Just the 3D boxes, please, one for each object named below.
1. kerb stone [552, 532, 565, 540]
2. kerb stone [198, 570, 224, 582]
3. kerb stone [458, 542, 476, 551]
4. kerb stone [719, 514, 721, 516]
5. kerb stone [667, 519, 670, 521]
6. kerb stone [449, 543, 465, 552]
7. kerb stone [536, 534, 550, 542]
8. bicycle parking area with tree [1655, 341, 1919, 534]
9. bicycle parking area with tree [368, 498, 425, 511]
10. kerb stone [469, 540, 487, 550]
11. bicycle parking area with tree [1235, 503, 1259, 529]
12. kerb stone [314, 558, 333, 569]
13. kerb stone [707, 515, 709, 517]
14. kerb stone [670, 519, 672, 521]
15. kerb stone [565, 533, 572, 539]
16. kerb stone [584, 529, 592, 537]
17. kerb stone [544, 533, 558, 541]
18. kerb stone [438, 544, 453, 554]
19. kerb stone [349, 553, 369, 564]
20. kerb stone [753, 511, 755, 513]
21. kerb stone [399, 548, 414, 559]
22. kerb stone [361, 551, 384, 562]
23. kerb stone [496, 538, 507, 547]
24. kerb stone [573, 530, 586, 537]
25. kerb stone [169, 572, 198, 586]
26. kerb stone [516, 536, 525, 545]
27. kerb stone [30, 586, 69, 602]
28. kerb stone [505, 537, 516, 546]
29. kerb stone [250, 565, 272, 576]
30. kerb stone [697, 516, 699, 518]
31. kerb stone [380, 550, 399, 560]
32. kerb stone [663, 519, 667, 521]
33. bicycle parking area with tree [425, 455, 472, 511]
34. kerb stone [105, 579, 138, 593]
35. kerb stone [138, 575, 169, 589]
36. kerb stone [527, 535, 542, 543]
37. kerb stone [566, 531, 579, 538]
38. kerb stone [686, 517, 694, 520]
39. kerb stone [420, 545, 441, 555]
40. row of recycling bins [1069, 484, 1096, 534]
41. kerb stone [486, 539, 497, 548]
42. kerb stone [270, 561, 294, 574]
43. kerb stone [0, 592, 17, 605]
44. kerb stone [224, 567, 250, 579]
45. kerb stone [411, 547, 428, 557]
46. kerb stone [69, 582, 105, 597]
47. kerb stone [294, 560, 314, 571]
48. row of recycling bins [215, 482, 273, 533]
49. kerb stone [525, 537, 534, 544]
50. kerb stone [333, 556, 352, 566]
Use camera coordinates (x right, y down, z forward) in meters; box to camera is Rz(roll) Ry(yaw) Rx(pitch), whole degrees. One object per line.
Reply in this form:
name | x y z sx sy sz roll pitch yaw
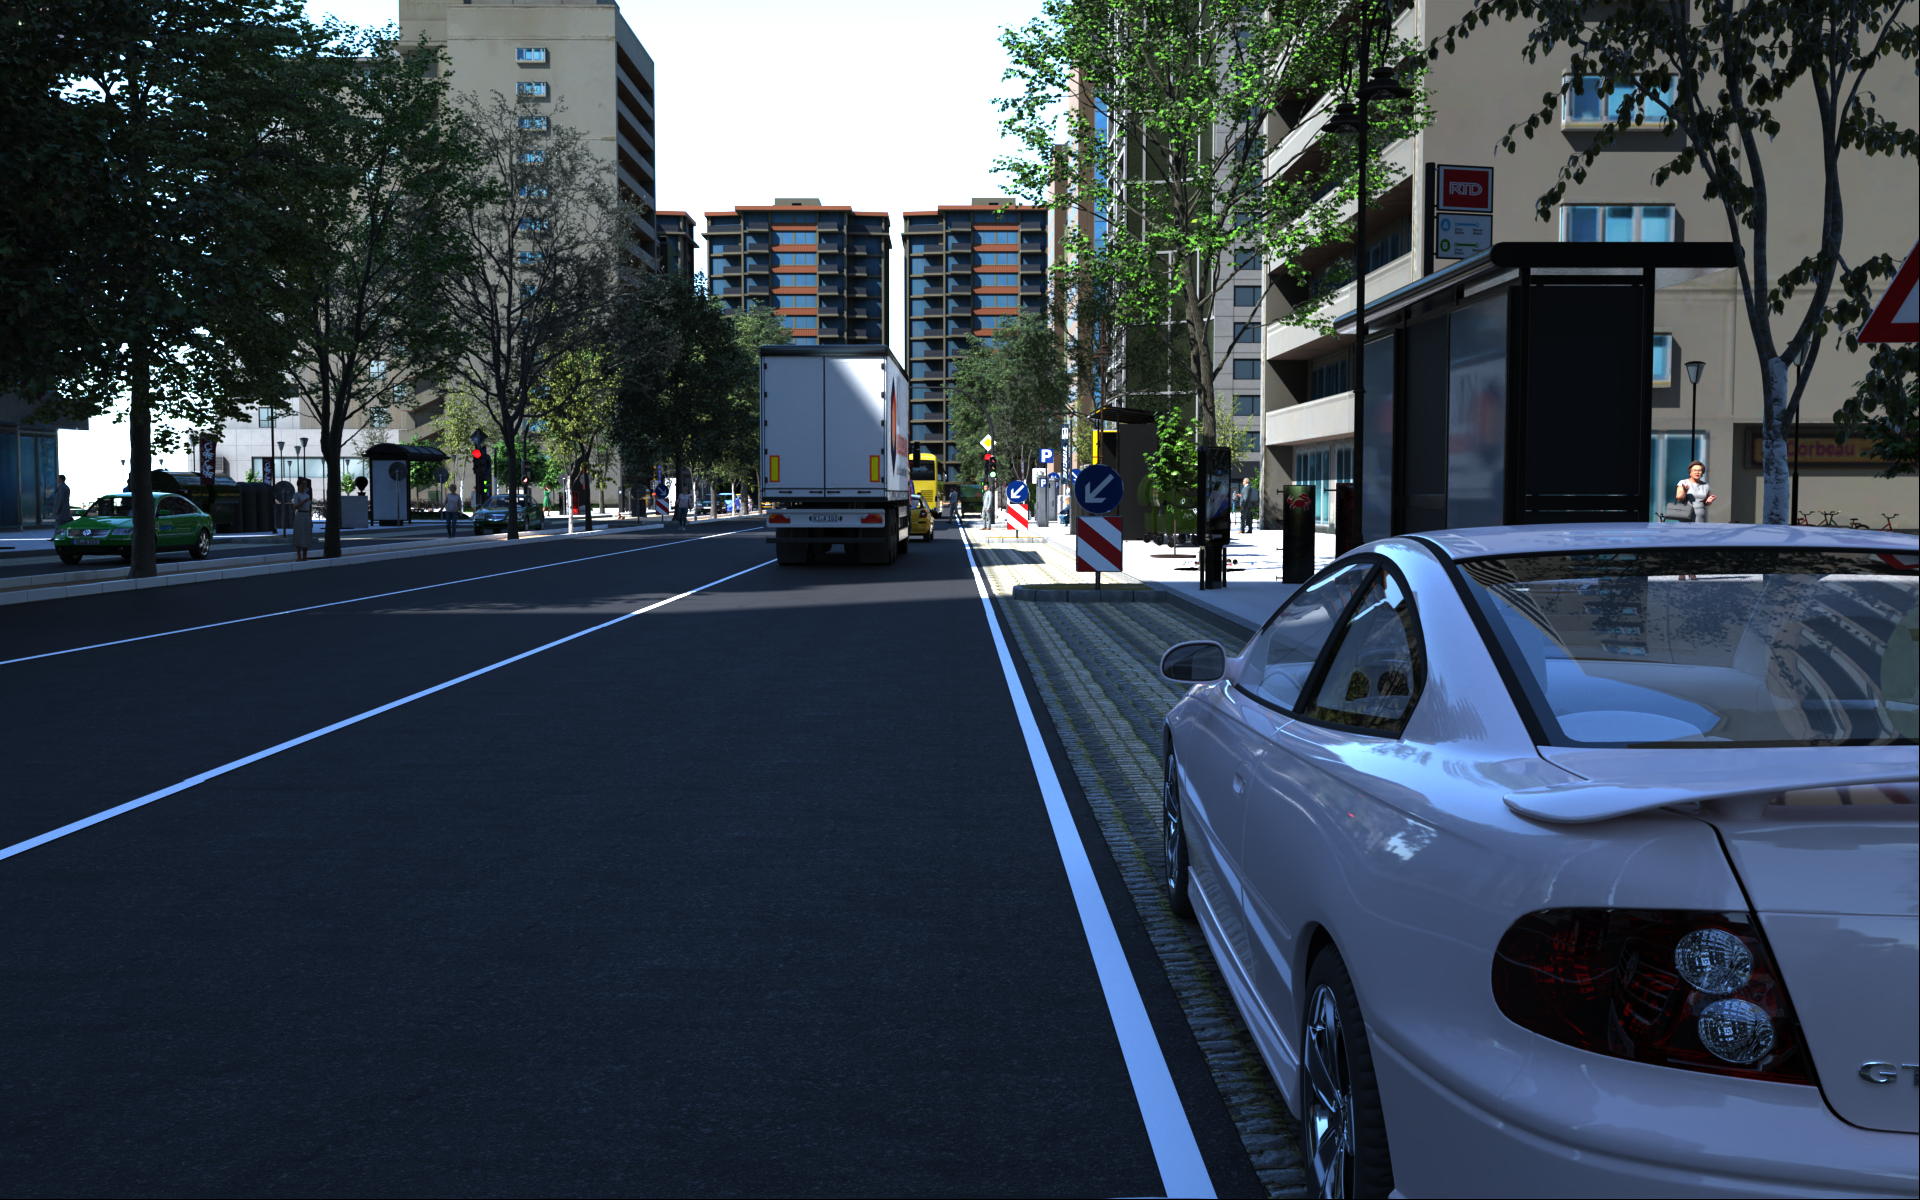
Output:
kerb stone | -12.601 -1.956 54.198 0.120 0.150 1.000 0 4 0
kerb stone | -12.448 -0.390 28.573 0.120 0.150 1.000 0 4 0
kerb stone | -12.548 -1.328 43.949 0.120 0.150 1.000 0 4 0
kerb stone | -15.049 -5.187 107.000 0.120 0.150 1.000 0 4 0
kerb stone | -14.932 -3.996 87.535 0.120 0.150 1.000 0 4 0
kerb stone | -12.537 -1.264 42.927 0.120 0.150 1.000 0 4 0
kerb stone | -12.589 -1.830 52.147 0.120 0.150 1.000 0 4 0
bicycle parking area with tree | 15.907 -2.930 34.907 9.016 4.147 8.231 1 4 16
bicycle parking area with tree | -36.615 -6.751 97.373 9.016 4.147 8.231 1 4 22
kerb stone | -12.551 -1.393 44.971 0.120 0.150 1.000 0 4 0
bicycle parking area with tree | 14.619 -4.899 67.103 8.231 4.147 9.016 1 4 15
kerb stone | -12.483 -0.703 33.697 0.120 0.150 1.000 0 4 0
kerb stone | -15.016 -4.874 101.889 0.120 0.150 1.000 0 4 0
kerb stone | -14.938 -4.059 88.558 0.120 0.150 1.000 0 4 0
kerb stone | -12.616 -2.018 55.225 0.120 0.150 1.000 0 4 0
kerb stone | -12.639 -2.204 58.300 0.120 0.150 1.000 0 4 0
kerb stone | -12.602 -1.895 53.176 0.120 0.150 1.000 0 4 0
kerb stone | -12.529 -1.205 41.905 0.120 0.150 1.000 0 4 0
kerb stone | -12.484 -0.827 35.745 0.120 0.150 1.000 0 4 0
kerb stone | -15.171 -6.308 125.437 0.120 0.150 1.000 0 4 0
kerb stone | -12.516 -1.015 38.820 0.120 0.150 1.000 0 4 0
kerb stone | -12.499 -0.892 36.775 0.120 0.150 1.000 0 4 0
kerb stone | -12.568 -1.518 47.017 0.120 0.150 1.000 0 4 0
kerb stone | -12.630 -2.145 57.272 0.120 0.150 1.000 0 4 0
kerb stone | -12.439 -0.327 27.548 0.120 0.150 1.000 0 4 0
kerb stone | -12.575 -1.643 49.066 0.120 0.150 1.000 0 4 0
kerb stone | -12.410 -0.076 23.441 0.120 0.150 1.000 0 4 0
kerb stone | -12.572 -1.577 48.039 0.120 0.150 1.000 0 4 0
kerb stone | -12.458 -0.515 30.617 0.120 0.150 1.000 0 4 0
kerb stone | -14.993 -4.624 97.794 0.120 0.150 1.000 0 4 0
kerb stone | -12.511 -0.954 37.798 0.120 0.150 1.000 0 4 0
kerb stone | -14.923 -3.934 86.513 0.120 0.150 1.000 0 4 0
bicycle parking area with tree | -39.618 -8.671 128.768 8.231 4.147 9.016 3 5 42
kerb stone | -12.430 -0.201 25.490 0.120 0.150 1.000 0 4 0
kerb stone | -12.433 -0.264 26.523 0.120 0.150 1.000 0 4 0
kerb stone | -12.602 -1.768 51.122 0.120 0.150 1.000 0 4 0
kerb stone | -12.625 -2.083 56.247 0.120 0.150 1.000 0 4 0
kerb stone | -14.977 -4.496 95.733 0.120 0.150 1.000 0 4 0
kerb stone | -12.522 -1.140 40.883 0.120 0.150 1.000 0 4 0
row of recycling bins | 4.198 -3.062 57.179 1.069 1.692 3.534 1 4 8
kerb stone | -12.552 -1.456 45.995 0.120 0.150 1.000 0 4 0
kerb stone | -12.462 -0.578 31.639 0.120 0.150 1.000 0 4 0
kerb stone | -12.399 -0.012 22.419 0.120 0.150 1.000 0 4 0
kerb stone | -12.447 -0.453 29.595 0.120 0.150 1.000 0 4 0
kerb stone | -12.516 -1.080 39.855 0.120 0.150 1.000 0 4 0
kerb stone | -12.421 -0.133 24.463 0.120 0.150 1.000 0 4 0
kerb stone | -12.471 -0.637 32.672 0.120 0.150 1.000 0 4 0
row of recycling bins | -24.015 -3.132 58.327 1.069 1.692 3.534 0 3 0
kerb stone | -12.587 -1.705 50.093 0.120 0.150 1.000 0 4 0
kerb stone | -12.481 -0.766 34.719 0.120 0.150 1.000 0 4 0
